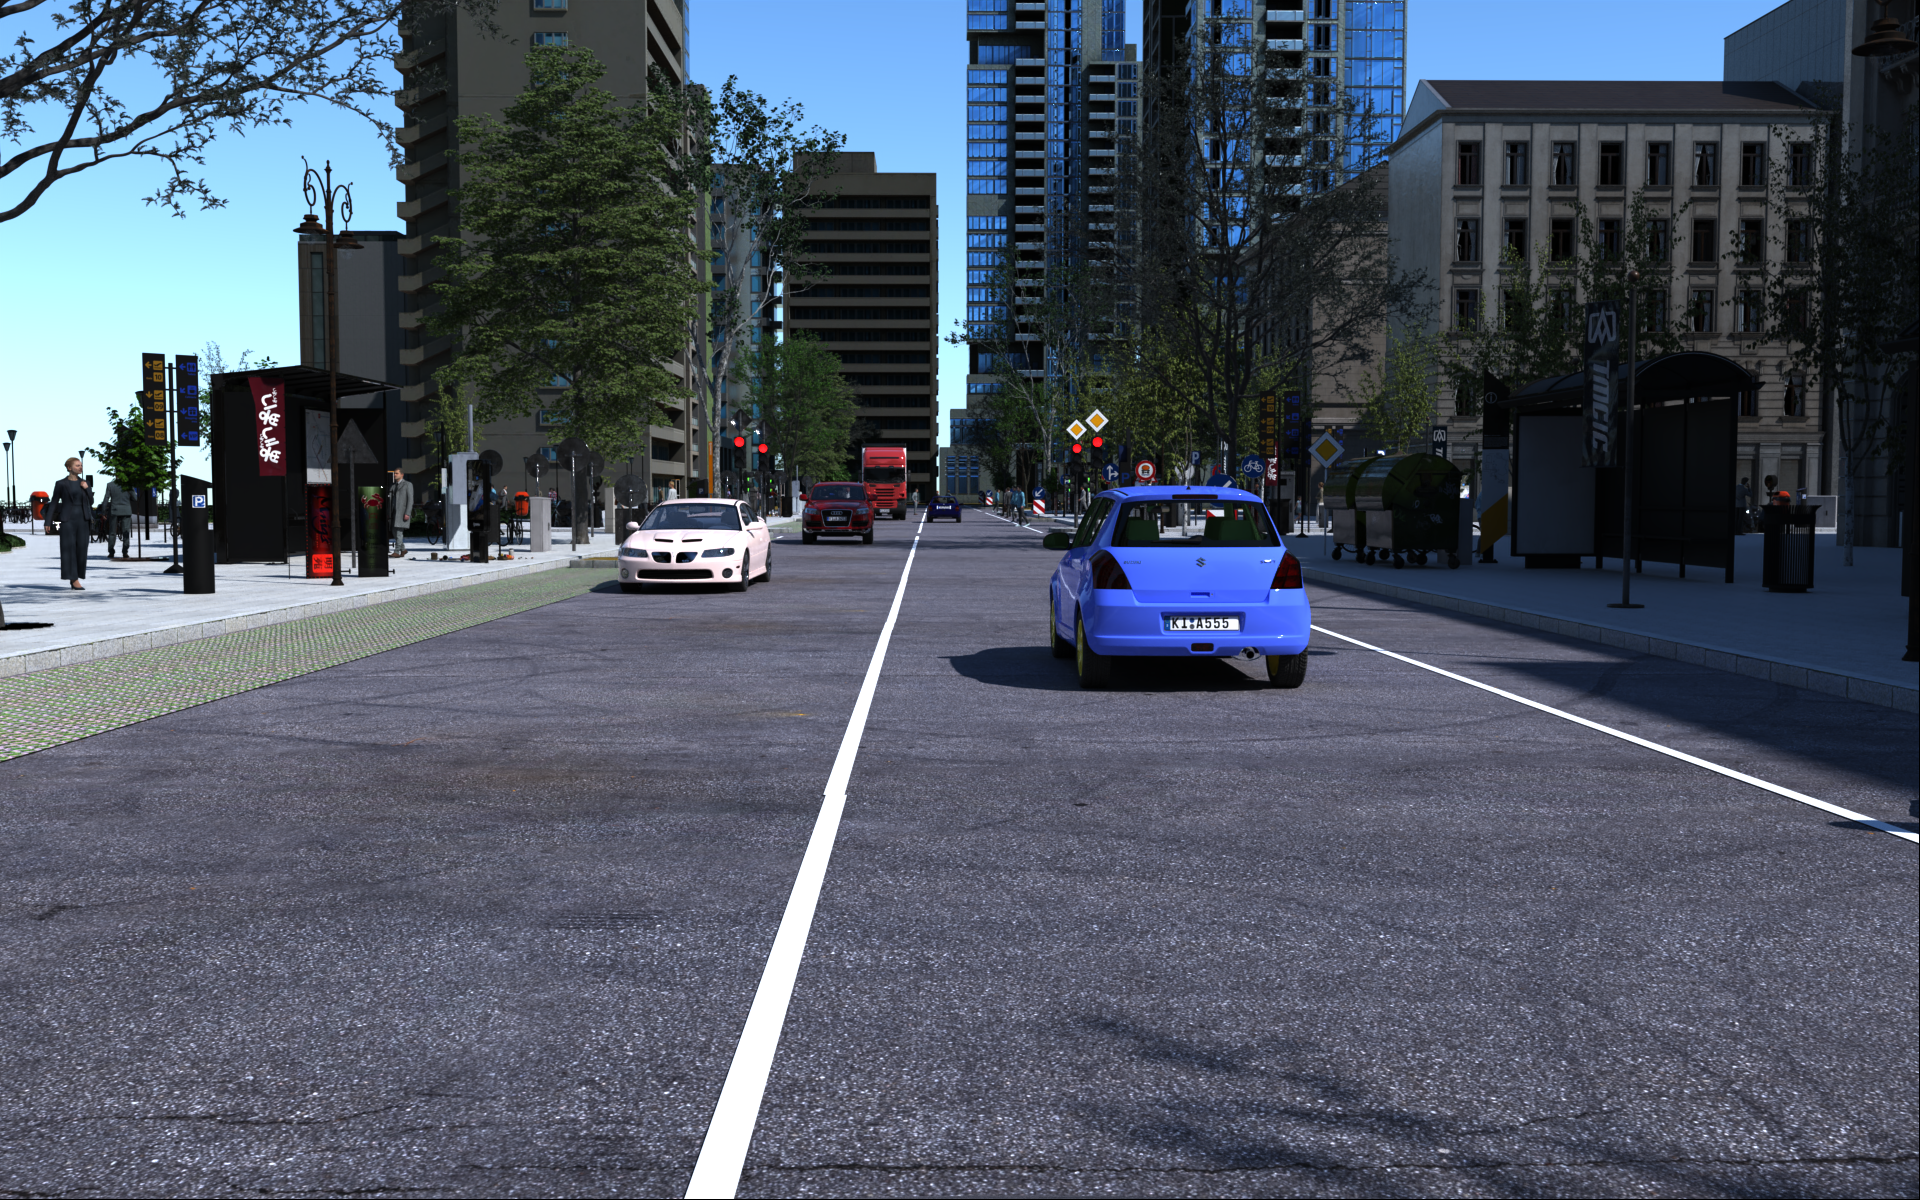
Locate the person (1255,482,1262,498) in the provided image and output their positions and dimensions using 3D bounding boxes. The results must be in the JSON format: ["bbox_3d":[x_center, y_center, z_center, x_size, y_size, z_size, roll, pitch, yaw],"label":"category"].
[{"bbox_3d":[13.035,-4.288,76.334,0.511,1.800,0.466,1,4,12],"label":"person"}]

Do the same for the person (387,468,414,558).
[{"bbox_3d":[-11.337,-1.758,34.883,0.694,1.812,0.767,2,4,25],"label":"person"}]

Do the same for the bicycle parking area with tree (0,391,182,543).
[{"bbox_3d":[-25.172,-3.708,47.632,8.231,4.147,9.016,0,4,-3],"label":"bicycle parking area with tree"}]

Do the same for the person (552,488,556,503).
[{"bbox_3d":[-30.615,-7.585,130.887,0.643,1.720,0.563,-2,4,-28],"label":"person"}]

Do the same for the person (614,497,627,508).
[{"bbox_3d":[-10.782,-2.950,55.286,0.522,1.701,0.512,0,4,1],"label":"person"}]

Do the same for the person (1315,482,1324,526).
[{"bbox_3d":[14.356,-3.823,69.105,0.362,1.759,0.519,2,4,26],"label":"person"}]

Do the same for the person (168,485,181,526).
[{"bbox_3d":[-31.267,-3.821,68.934,0.576,1.772,0.534,0,4,3],"label":"person"}]

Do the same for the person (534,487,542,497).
[{"bbox_3d":[-26.211,-6.174,107.533,0.519,1.759,0.362,1,4,11],"label":"person"}]

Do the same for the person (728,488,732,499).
[{"bbox_3d":[-22.603,-9.993,169.296,0.709,1.838,0.599,-3,5,-40],"label":"person"}]

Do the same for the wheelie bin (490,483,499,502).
[{"bbox_3d":[-12.751,-2.331,46.023,0.980,1.594,0.693,-1,4,-19],"label":"wheelie bin"}]

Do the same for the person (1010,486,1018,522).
[{"bbox_3d":[2.841,-4.878,88.110,0.638,1.841,0.748,-2,4,-33],"label":"person"}]

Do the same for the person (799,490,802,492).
[{"bbox_3d":[-16.695,-10.603,180.192,0.721,1.735,1.217,1,4,20],"label":"person"}]

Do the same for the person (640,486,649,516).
[{"bbox_3d":[-15.397,-4.772,84.243,0.526,1.800,0.537,-2,4,-32],"label":"person"}]

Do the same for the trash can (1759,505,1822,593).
[{"bbox_3d":[10.839,-0.672,22.646,0.748,1.137,0.748,0,3,0],"label":"trash can"}]

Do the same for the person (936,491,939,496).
[{"bbox_3d":[-2.085,-9.570,165.523,0.434,1.755,0.990,0,4,-5],"label":"person"}]

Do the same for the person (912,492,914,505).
[{"bbox_3d":[-5.879,-12.698,216.915,0.445,1.727,0.742,-3,5,-43],"label":"person"}]

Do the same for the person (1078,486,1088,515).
[{"bbox_3d":[7.427,-5.985,104.175,0.850,1.792,0.678,0,4,-7],"label":"person"}]

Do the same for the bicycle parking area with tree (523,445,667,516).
[{"bbox_3d":[-21.242,-7.050,102.272,8.231,4.147,9.016,-1,4,-16],"label":"bicycle parking area with tree"}]

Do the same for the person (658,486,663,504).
[{"bbox_3d":[-20.675,-6.957,119.695,0.656,1.842,0.836,2,4,33],"label":"person"}]

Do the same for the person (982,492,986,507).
[{"bbox_3d":[2.615,-10.968,189.294,0.415,1.643,0.593,-1,4,-11],"label":"person"}]

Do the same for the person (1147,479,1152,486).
[{"bbox_3d":[7.312,-3.729,66.366,0.648,1.900,0.474,-1,4,-8],"label":"person"}]

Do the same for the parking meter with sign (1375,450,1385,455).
[{"bbox_3d":[17.145,-4.385,67.954,0.543,3.016,1.738,-3,4,-39],"label":"parking meter with sign"}]

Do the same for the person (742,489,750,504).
[{"bbox_3d":[-10.744,-4.898,86.307,0.537,1.800,0.526,-1,4,-11],"label":"person"}]

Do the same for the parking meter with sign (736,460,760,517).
[{"bbox_3d":[-11.067,-5.629,88.293,1.738,3.016,0.543,-1,4,-15],"label":"parking meter with sign"}]

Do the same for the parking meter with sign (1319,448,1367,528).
[{"bbox_3d":[14.481,-4.238,65.551,1.738,3.016,0.543,1,4,10],"label":"parking meter with sign"}]

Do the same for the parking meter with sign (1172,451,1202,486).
[{"bbox_3d":[8.878,-4.489,69.652,1.738,3.016,0.543,-2,4,-34],"label":"parking meter with sign"}]

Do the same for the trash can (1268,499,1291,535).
[{"bbox_3d":[9.941,-2.586,53.927,0.748,1.137,0.748,0,3,0],"label":"trash can"}]

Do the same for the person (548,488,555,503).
[{"bbox_3d":[-28.881,-7.037,121.931,0.643,1.720,0.563,-1,4,-9],"label":"person"}]

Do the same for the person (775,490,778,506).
[{"bbox_3d":[-19.101,-10.631,180.580,1.217,1.735,0.721,2,4,27],"label":"person"}]

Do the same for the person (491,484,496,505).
[{"bbox_3d":[-25.271,-5.381,94.045,0.620,1.820,0.660,-1,4,-12],"label":"person"}]

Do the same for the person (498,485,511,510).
[{"bbox_3d":[-28.743,-6.310,109.177,0.822,1.834,0.622,0,4,6],"label":"person"}]

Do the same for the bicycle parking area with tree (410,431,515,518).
[{"bbox_3d":[-26.510,-5.642,79.251,8.231,4.147,9.016,1,4,15],"label":"bicycle parking area with tree"}]

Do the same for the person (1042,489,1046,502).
[{"bbox_3d":[6.298,-7.628,130.563,0.447,1.846,0.655,-2,4,-24],"label":"person"}]

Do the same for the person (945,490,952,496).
[{"bbox_3d":[-1.090,-9.801,168.831,1.350,1.814,0.705,3,5,39],"label":"person"}]

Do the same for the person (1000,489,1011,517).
[{"bbox_3d":[2.941,-6.209,110.408,0.661,1.777,0.834,-3,5,-43],"label":"person"}]

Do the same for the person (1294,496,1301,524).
[{"bbox_3d":[14.648,-3.911,75.001,0.382,1.210,0.505,2,4,25],"label":"person"}]

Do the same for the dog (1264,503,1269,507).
[{"bbox_3d":[16.098,-4.746,91.969,0.513,0.831,0.800,0,4,-4],"label":"dog"}]

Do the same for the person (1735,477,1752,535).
[{"bbox_3d":[24.273,-2.913,53.851,0.473,1.802,0.592,-1,4,-18],"label":"person"}]

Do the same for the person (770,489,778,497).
[{"bbox_3d":[-17.290,-9.368,159.176,1.348,1.831,0.705,0,4,3],"label":"person"}]

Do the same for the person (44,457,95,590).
[{"bbox_3d":[-11.916,-1.024,23.214,0.534,1.772,0.576,1,4,23],"label":"person"}]

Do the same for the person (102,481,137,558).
[{"bbox_3d":[-17.009,-1.763,35.048,0.661,1.801,0.590,-2,4,-33],"label":"person"}]

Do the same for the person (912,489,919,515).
[{"bbox_3d":[-3.064,-6.769,119.279,0.391,1.810,0.635,1,4,16],"label":"person"}]

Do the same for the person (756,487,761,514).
[{"bbox_3d":[-13.288,-6.490,112.820,0.598,1.740,0.731,0,4,-1],"label":"person"}]

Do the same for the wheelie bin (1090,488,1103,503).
[{"bbox_3d":[6.920,-4.862,87.394,0.980,1.594,0.693,-3,5,-44],"label":"wheelie bin"}]

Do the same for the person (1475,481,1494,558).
[{"bbox_3d":[10.602,-1.658,34.960,0.330,1.601,0.589,0,4,5],"label":"person"}]

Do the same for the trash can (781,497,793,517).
[{"bbox_3d":[-9.548,-5.127,95.484,0.748,1.137,0.748,0,3,0],"label":"trash can"}]

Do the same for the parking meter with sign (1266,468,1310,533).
[{"bbox_3d":[10.790,-3.758,57.700,1.738,3.016,0.543,1,4,9],"label":"parking meter with sign"}]

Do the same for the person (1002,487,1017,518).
[{"bbox_3d":[2.954,-5.780,102.963,0.822,1.834,0.622,3,5,44],"label":"person"}]

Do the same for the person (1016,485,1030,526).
[{"bbox_3d":[2.767,-4.170,76.706,0.620,1.820,0.660,-1,4,-21],"label":"person"}]

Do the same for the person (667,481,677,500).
[{"bbox_3d":[-11.221,-3.735,67.463,0.624,1.780,0.694,3,4,38],"label":"person"}]

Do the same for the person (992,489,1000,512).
[{"bbox_3d":[2.829,-7.744,135.132,0.620,1.820,0.660,-1,4,-22],"label":"person"}]
